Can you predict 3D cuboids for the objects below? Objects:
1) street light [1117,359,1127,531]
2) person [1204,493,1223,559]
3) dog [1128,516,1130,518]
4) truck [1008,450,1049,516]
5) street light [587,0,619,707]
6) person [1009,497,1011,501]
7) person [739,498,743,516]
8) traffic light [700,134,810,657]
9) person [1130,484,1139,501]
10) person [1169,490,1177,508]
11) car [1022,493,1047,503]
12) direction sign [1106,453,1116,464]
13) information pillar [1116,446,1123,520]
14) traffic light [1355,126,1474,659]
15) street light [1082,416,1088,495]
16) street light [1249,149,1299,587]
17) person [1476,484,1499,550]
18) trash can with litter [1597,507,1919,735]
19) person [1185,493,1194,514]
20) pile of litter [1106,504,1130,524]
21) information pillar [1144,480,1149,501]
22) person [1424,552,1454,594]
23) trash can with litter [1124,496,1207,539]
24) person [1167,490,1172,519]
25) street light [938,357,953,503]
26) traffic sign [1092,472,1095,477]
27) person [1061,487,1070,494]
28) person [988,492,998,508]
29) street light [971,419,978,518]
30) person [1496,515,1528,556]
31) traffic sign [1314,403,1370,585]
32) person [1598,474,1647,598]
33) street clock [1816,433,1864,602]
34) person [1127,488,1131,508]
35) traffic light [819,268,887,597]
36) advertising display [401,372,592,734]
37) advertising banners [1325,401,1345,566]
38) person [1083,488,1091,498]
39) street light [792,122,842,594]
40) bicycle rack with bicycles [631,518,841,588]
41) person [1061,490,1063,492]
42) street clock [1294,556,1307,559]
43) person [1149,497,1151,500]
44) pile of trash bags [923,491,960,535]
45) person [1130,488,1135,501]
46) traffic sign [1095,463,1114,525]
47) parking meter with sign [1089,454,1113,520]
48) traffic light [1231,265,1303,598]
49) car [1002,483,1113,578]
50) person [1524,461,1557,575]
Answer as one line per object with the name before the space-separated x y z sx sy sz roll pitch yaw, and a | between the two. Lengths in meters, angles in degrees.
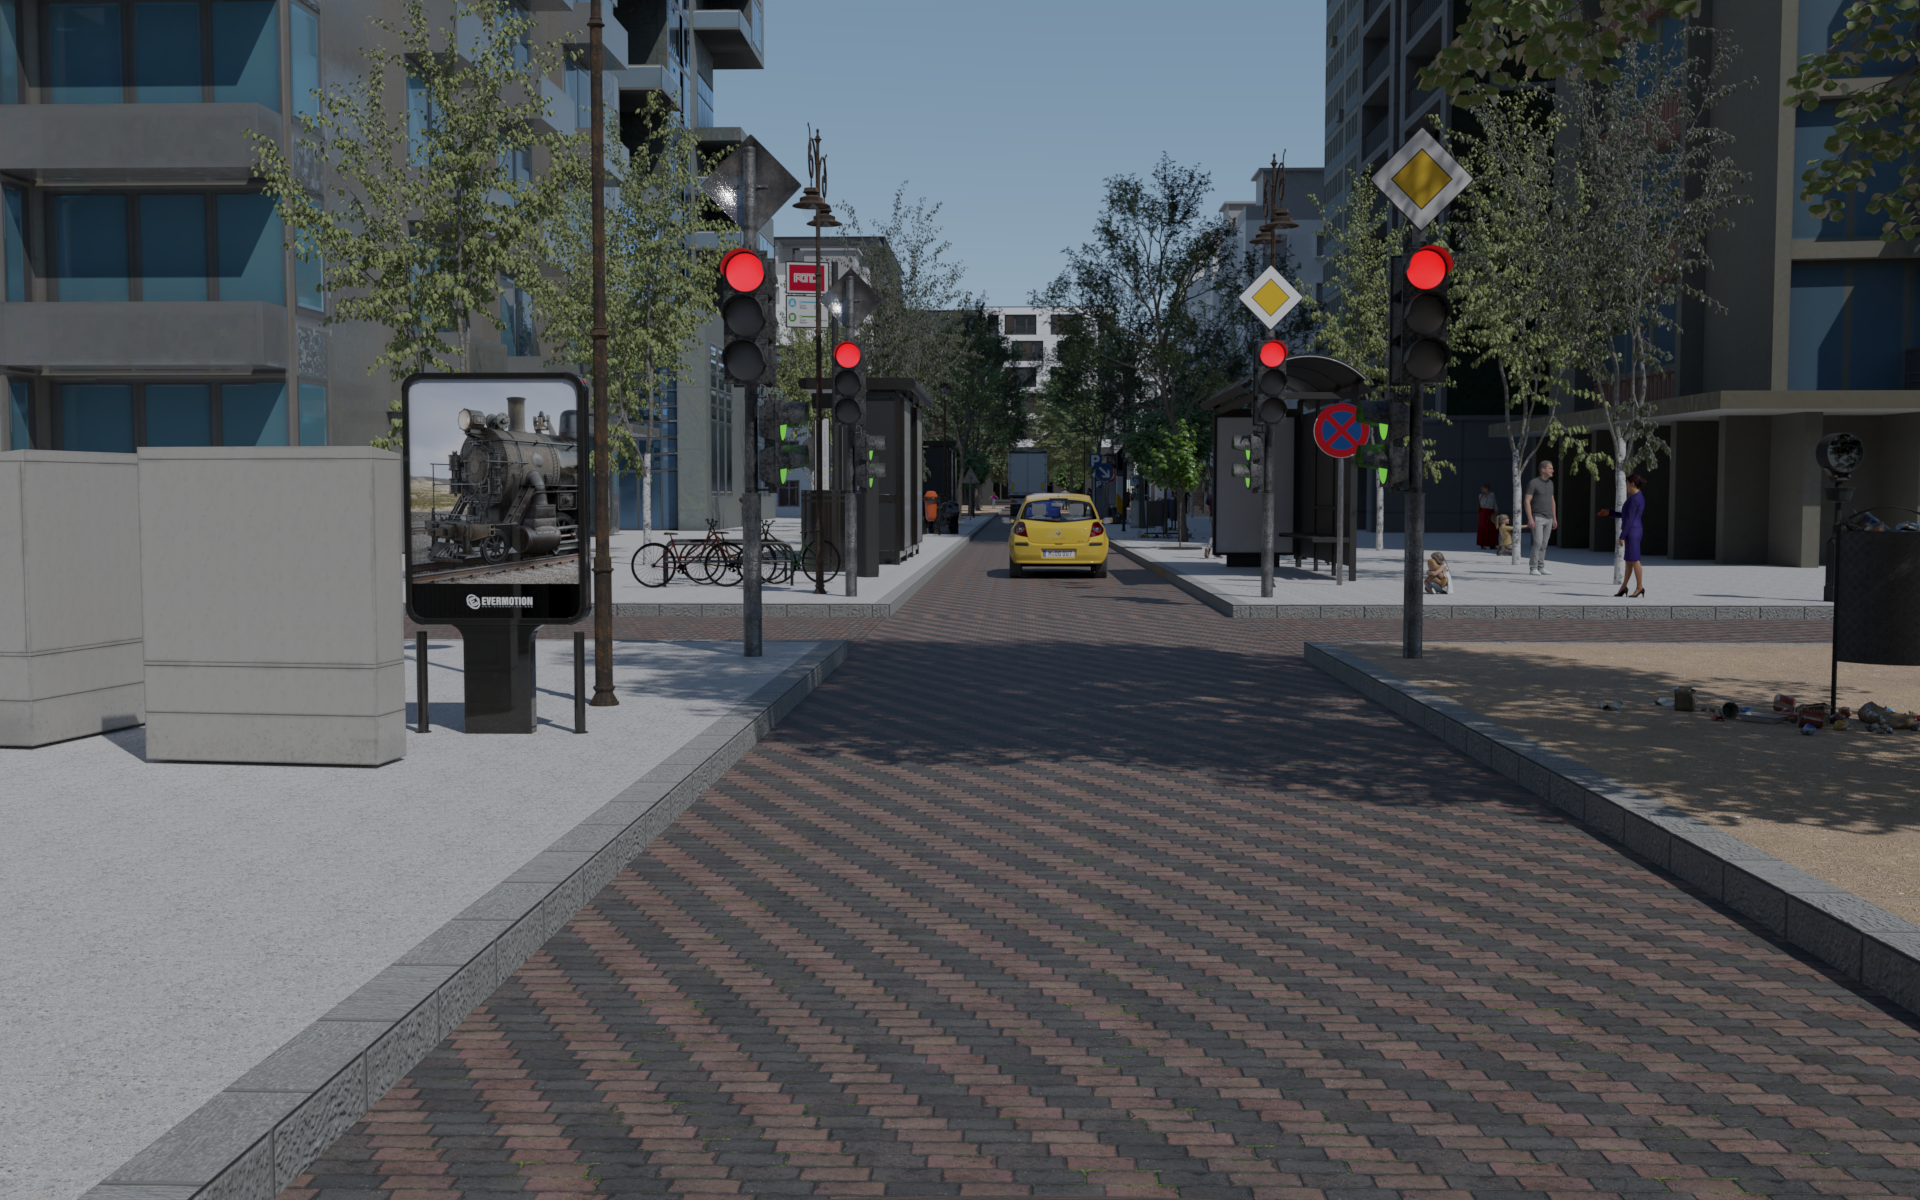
street light | 5.639 -5.302 59.481 0.468 5.910 1.993 0 4 2
person | 5.029 -1.593 34.298 0.471 1.553 0.569 -1 4 -13
dog | 9.159 -4.526 91.732 0.748 0.427 0.550 1 4 15
truck | 4.562 -7.748 115.590 2.839 4.237 11.283 0 4 3
street light | -2.163 -2.298 10.356 0.468 5.910 1.993 0 4 2
person | 4.990 -9.778 171.589 0.599 1.433 0.991 0 4 -3
person | -5.486 -2.228 44.746 0.388 1.546 0.482 1 4 14
traffic light | -1.621 -1.509 13.586 0.839 4.253 0.868 0 4 2
person | 7.724 -4.206 75.526 0.376 1.734 0.841 2 4 34
person | 15.323 -7.255 125.183 1.217 1.766 0.721 1 4 16
car | 4.155 -4.826 88.493 1.945 1.707 3.694 0 4 0
direction sign | 8.397 -6.320 95.328 0.379 3.537 0.876 -3 5 -45
information pillar | 7.466 -5.449 80.445 0.504 3.616 0.183 -3 4 -37
traffic light | 3.518 -1.499 13.424 0.839 4.253 0.868 0 4 2
street light | 6.882 -7.522 95.766 0.468 5.910 1.993 0 4 2
street light | 4.263 -3.112 23.672 0.468 5.910 1.993 0 4 2
person | 12.207 -1.929 40.043 0.523 1.526 0.387 0 4 1
trash can with litter | 4.870 0.071 9.903 2.233 1.210 1.678 2 4 34
person | 14.860 -6.602 114.010 1.348 1.821 0.705 -3 5 -41
pile of litter | 6.671 -3.661 73.827 1.176 0.858 1.719 -1 4 -13
information pillar | 8.589 -4.656 80.612 0.304 2.012 0.304 -2 4 -32
person | 6.148 -0.351 22.258 0.357 0.543 0.381 0 4 1
trash can with litter | 6.005 -2.391 50.149 2.233 1.210 1.678 2 4 24
person | 10.749 -5.076 89.978 0.756 1.711 0.436 -3 5 -43
street light | -0.508 -5.207 57.920 0.468 5.910 1.993 0 4 2
traffic sign | 6.652 -5.042 82.171 0.795 2.593 0.064 0 4 4
person | 8.338 -8.052 137.780 1.350 1.814 0.705 0 4 -6
person | 3.019 -8.995 156.332 0.991 1.433 0.599 -2 4 -25
street light | 0.748 -7.415 94.028 0.468 5.910 1.993 0 4 2
person | 11.460 -1.343 35.925 0.695 0.859 0.347 0 4 3
traffic sign | 5.337 -1.479 24.284 0.768 2.556 0.104 1 4 9
person | 8.219 -0.800 21.496 0.546 1.535 0.453 1 4 14
street clock | 10.430 -0.979 20.579 0.471 2.002 0.358 0 4 -7
person | 16.077 -9.725 165.013 1.348 1.831 0.705 -3 5 -40
traffic light | -1.344 -1.997 21.566 0.839 4.253 0.868 0 4 2
advertising display | -2.467 -0.247 9.251 0.974 1.923 0.123 0 4 1
advertising banners | 6.930 -2.182 31.871 0.090 3.025 2.074 1 4 20
person | 7.310 -5.604 99.146 0.593 1.643 0.415 0 4 -3
street light | -1.801 -3.015 22.083 0.468 5.910 1.993 0 4 2
bicycle rack with bicycles | -3.171 -0.700 24.827 2.925 0.926 2.852 0 4 -7
person | 9.380 -9.340 158.830 0.705 1.814 1.350 1 4 11
street clock | 6.709 -1.806 34.091 0.358 2.002 0.471 -1 4 -23
person | 12.946 -6.997 120.402 0.705 1.831 1.348 2 4 25
pile of trash bags | -0.954 -2.781 55.226 1.912 1.369 3.447 0 4 -3
person | 12.325 -7.205 124.661 0.721 1.723 1.217 1 4 9
traffic sign | 5.925 -4.340 71.065 0.768 2.556 0.104 0 4 8
parking meter with sign | 6.275 -4.915 76.623 0.543 3.016 1.738 2 4 24
traffic light | 3.795 -1.987 21.404 0.839 4.253 0.868 0 4 2
car | 1.739 -1.267 30.939 2.015 1.641 3.980 0 4 3
person | 9.230 -1.302 27.451 0.598 1.807 0.434 -1 4 -19
